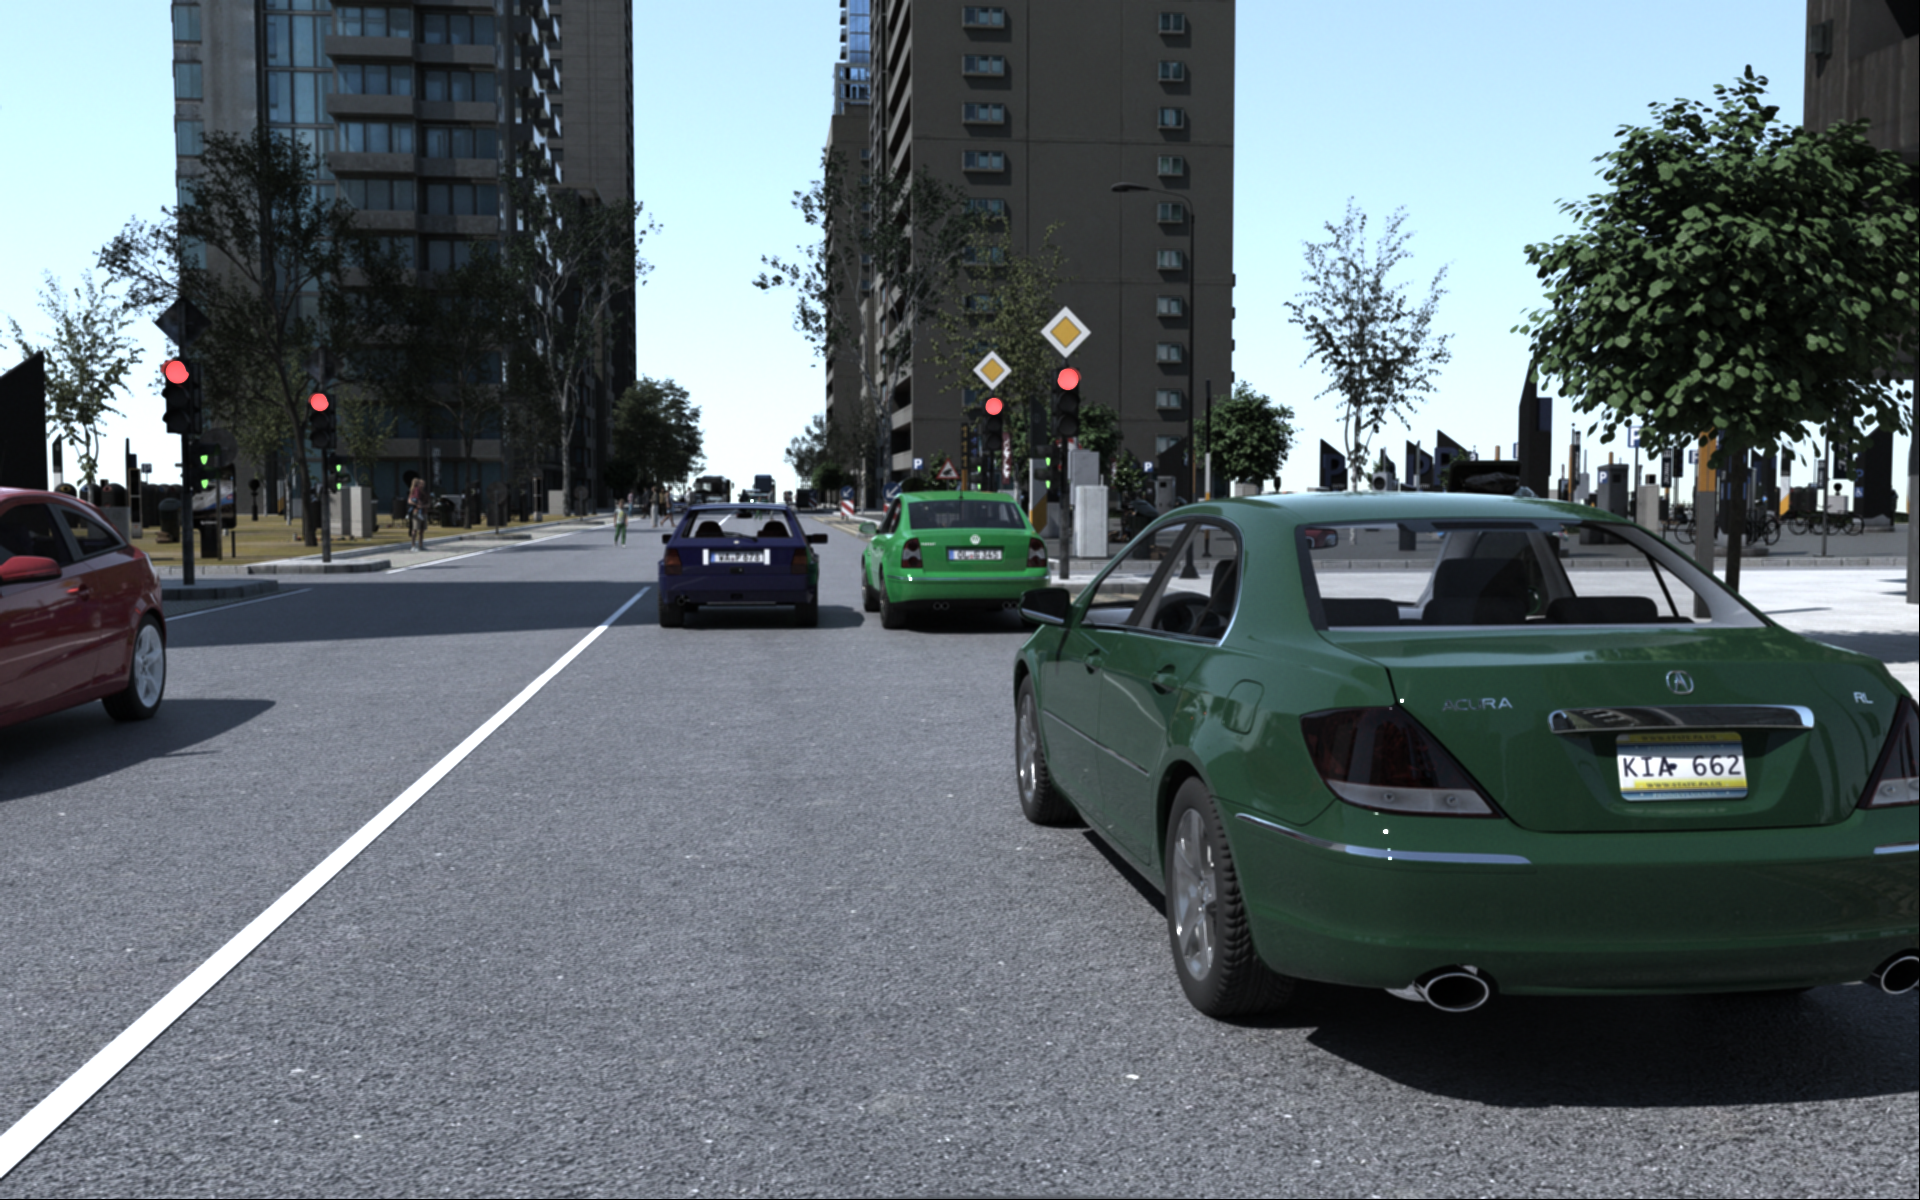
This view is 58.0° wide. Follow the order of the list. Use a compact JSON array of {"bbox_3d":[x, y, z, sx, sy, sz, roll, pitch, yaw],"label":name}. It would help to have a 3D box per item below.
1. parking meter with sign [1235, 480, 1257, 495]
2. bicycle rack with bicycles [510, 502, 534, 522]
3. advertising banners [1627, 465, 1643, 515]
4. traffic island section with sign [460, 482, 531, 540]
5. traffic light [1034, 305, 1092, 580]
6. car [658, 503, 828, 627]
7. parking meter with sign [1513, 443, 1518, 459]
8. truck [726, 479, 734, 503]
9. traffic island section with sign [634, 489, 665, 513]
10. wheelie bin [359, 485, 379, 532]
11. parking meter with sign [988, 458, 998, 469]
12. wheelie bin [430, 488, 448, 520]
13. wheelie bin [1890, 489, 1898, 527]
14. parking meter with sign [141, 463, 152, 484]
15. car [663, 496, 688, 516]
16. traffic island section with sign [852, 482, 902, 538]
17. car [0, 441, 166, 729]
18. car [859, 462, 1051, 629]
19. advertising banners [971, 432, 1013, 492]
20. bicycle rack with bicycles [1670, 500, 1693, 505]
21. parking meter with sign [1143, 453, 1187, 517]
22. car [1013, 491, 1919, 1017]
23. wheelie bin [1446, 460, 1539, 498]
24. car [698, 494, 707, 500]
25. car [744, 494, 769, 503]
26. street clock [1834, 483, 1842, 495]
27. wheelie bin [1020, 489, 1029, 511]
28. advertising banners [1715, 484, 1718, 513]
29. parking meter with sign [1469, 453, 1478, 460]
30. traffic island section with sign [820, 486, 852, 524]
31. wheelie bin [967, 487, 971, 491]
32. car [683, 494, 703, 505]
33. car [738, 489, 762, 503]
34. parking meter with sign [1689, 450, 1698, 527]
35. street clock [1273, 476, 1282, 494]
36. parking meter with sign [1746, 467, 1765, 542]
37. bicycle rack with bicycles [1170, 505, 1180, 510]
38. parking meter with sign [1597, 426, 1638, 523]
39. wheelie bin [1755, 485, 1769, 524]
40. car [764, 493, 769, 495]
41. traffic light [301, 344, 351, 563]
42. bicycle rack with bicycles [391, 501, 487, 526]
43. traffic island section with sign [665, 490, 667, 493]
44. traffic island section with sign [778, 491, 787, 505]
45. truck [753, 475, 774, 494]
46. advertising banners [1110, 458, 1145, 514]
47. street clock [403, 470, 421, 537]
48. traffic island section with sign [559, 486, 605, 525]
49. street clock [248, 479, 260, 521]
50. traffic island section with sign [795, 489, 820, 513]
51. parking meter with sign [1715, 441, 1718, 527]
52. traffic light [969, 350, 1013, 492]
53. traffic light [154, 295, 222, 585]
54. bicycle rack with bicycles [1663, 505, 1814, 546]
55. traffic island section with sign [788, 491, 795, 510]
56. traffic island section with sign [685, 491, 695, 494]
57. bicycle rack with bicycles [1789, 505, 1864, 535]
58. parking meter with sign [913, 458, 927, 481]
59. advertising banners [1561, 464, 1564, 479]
[{"bbox_3d":[14.413,-5.500,86.178,1.738,3.016,0.543,-1,4,-22],"label":"parking meter with sign"},{"bbox_3d":[-21.450,-4.176,81.657,2.925,0.926,2.852,-1,4,-14],"label":"bicycle rack with bicycles"},{"bbox_3d":[39.914,-6.513,102.675,2.074,3.025,0.090,-3,5,-39],"label":"advertising banners"},{"bbox_3d":[-14.514,-2.791,54.268,1.989,1.847,2.006,0,4,-7],"label":"traffic island section with sign"},{"bbox_3d":[1.550,-2.265,25.951,0.839,4.253,0.868,0,4,-7],"label":"traffic light"},{"bbox_3d":[-2.500,-0.455,20.025,1.945,1.354,3.894,0,4,-5],"label":"car"},{"bbox_3d":[18.770,-3.777,58.016,0.543,3.016,1.738,1,4,19],"label":"parking meter with sign"},{"bbox_3d":[-31.244,-14.064,225.862,3.469,3.379,9.791,0,4,-8],"label":"truck"},{"bbox_3d":[-23.738,-7.538,131.878,1.989,1.847,2.006,0,4,-7],"label":"traffic island section with sign"},{"bbox_3d":[-20.044,-3.081,58.285,0.693,1.594,0.980,1,4,13],"label":"wheelie bin"},{"bbox_3d":[1.019,-5.229,81.757,0.543,3.016,1.738,3,5,43],"label":"parking meter with sign"},{"bbox_3d":[-25.378,-4.676,84.369,0.980,1.594,0.693,-3,4,-36],"label":"wheelie bin"},{"bbox_3d":[34.012,-3.410,63.668,0.980,1.594,0.693,-1,4,-19],"label":"wheelie bin"},{"bbox_3d":[-46.871,-6.291,99.117,1.738,3.016,0.543,3,5,42],"label":"parking meter with sign"},{"bbox_3d":[-18.448,-6.141,112.990,1.945,1.354,3.894,0,4,-8],"label":"car"},{"bbox_3d":[-2.384,-2.940,56.702,1.989,1.847,2.006,0,4,-7],"label":"traffic island section with sign"},{"bbox_3d":[-5.863,-0.027,9.481,2.155,1.783,4.494,0,4,-7],"label":"car"},{"bbox_3d":[-0.133,-0.676,19.855,1.959,1.807,4.718,0,4,-7],"label":"car"},{"bbox_3d":[0.884,-3.248,49.292,0.090,3.025,2.074,-2,4,-35],"label":"advertising banners"},{"bbox_3d":[46.596,-5.968,110.954,2.925,0.926,2.852,1,4,16],"label":"bicycle rack with bicycles"},{"bbox_3d":[8.733,-4.712,73.304,1.738,3.016,0.543,2,4,27],"label":"parking meter with sign"},{"bbox_3d":[1.361,0.338,6.272,2.131,1.459,4.920,0,4,-7],"label":"car"},{"bbox_3d":[4.944,-0.508,16.221,0.980,1.594,0.693,0,4,5],"label":"wheelie bin"},{"bbox_3d":[-22.648,-8.307,147.611,2.131,1.459,4.920,-1,4,-9],"label":"car"},{"bbox_3d":[-13.769,-6.555,118.969,2.131,1.459,4.920,0,4,-8],"label":"car"},{"bbox_3d":[58.211,-6.747,114.887,0.358,2.002,0.471,-1,4,-21],"label":"street clock"},{"bbox_3d":[3.621,-5.616,99.737,0.693,1.594,0.980,-1,4,-17],"label":"wheelie bin"},{"bbox_3d":[32.428,-4.774,74.247,0.090,3.025,2.074,2,4,26],"label":"advertising banners"},{"bbox_3d":[20.987,-4.712,73.304,1.738,3.016,0.543,-1,4,-15],"label":"parking meter with sign"},{"bbox_3d":[-5.577,-4.577,83.468,1.989,1.847,2.006,0,4,-7],"label":"traffic island section with sign"},{"bbox_3d":[0.568,-4.408,79.979,0.693,1.594,0.980,-1,4,-18],"label":"wheelie bin"},{"bbox_3d":[-22.075,-7.968,142.067,2.131,1.459,4.920,0,4,-6],"label":"car"},{"bbox_3d":[-17.557,-8.393,145.903,2.281,1.827,5.304,-1,4,-9],"label":"car"},{"bbox_3d":[29.024,-4.361,67.563,0.543,3.016,1.738,0,4,1],"label":"parking meter with sign"},{"bbox_3d":[12.973,-4.054,70.852,0.358,2.002,0.471,1,4,19],"label":"street clock"},{"bbox_3d":[21.266,-3.093,46.823,0.543,3.016,1.738,2,4,33],"label":"parking meter with sign"},{"bbox_3d":[8.331,-2.785,58.922,2.852,0.926,2.925,0,4,2],"label":"bicycle rack with bicycles"},{"bbox_3d":[16.591,-2.925,44.092,1.738,3.016,0.543,-2,4,-24],"label":"parking meter with sign"},{"bbox_3d":[28.695,-3.339,62.497,0.693,1.594,0.980,-3,5,-42],"label":"wheelie bin"},{"bbox_3d":[-24.020,-12.459,212.745,2.155,1.783,4.494,0,4,-7],"label":"car"},{"bbox_3d":[-11.866,-2.658,32.386,0.839,4.253,0.868,0,4,-7],"label":"traffic light"},{"bbox_3d":[-21.601,-3.527,71.042,2.925,0.926,2.852,1,4,21],"label":"bicycle rack with bicycles"},{"bbox_3d":[-26.930,-9.175,158.644,1.989,1.847,2.006,0,4,-7],"label":"traffic island section with sign"},{"bbox_3d":[-24.437,-14.277,242.056,1.989,1.847,2.006,0,4,-7],"label":"traffic island section with sign"},{"bbox_3d":[-26.807,-15.035,235.578,2.967,4.110,18.799,0,4,-6],"label":"truck"},{"bbox_3d":[8.153,-5.322,83.208,2.074,3.025,0.090,0,4,-1],"label":"advertising banners"},{"bbox_3d":[-16.466,-2.905,52.059,0.471,2.002,0.358,0,4,-4],"label":"street clock"},{"bbox_3d":[-17.690,-4.429,81.036,1.989,1.847,2.006,0,4,-7],"label":"traffic island section with sign"},{"bbox_3d":[-33.797,-4.796,82.981,0.358,2.002,0.471,2,4,33],"label":"street clock"},{"bbox_3d":[-11.378,-7.561,132.253,1.989,1.847,2.006,0,4,-7],"label":"traffic island section with sign"},{"bbox_3d":[25.831,-3.744,57.470,1.738,3.016,0.543,-1,4,-13],"label":"parking meter with sign"},{"bbox_3d":[0.606,-2.750,33.880,0.839,4.253,0.868,0,4,-7],"label":"traffic light"},{"bbox_3d":[-10.922,-2.173,24.457,0.839,4.253,0.868,0,4,-7],"label":"traffic light"},{"bbox_3d":[19.307,-1.860,43.786,2.925,0.926,2.852,0,4,-5],"label":"bicycle rack with bicycles"},{"bbox_3d":[-14.559,-9.198,159.021,1.989,1.847,2.006,0,4,-7],"label":"traffic island section with sign"},{"bbox_3d":[-33.348,-12.476,212.602,1.989,1.847,2.006,0,4,-7],"label":"traffic island section with sign"},{"bbox_3d":[27.337,-2.542,54.944,2.852,0.926,2.925,-2,4,-30],"label":"bicycle rack with bicycles"},{"bbox_3d":[-1.700,-5.431,85.059,0.543,3.016,1.738,1,4,23],"label":"parking meter with sign"},{"bbox_3d":[34.844,-6.397,100.781,0.090,3.025,2.074,0,4,4],"label":"advertising banners"}]
